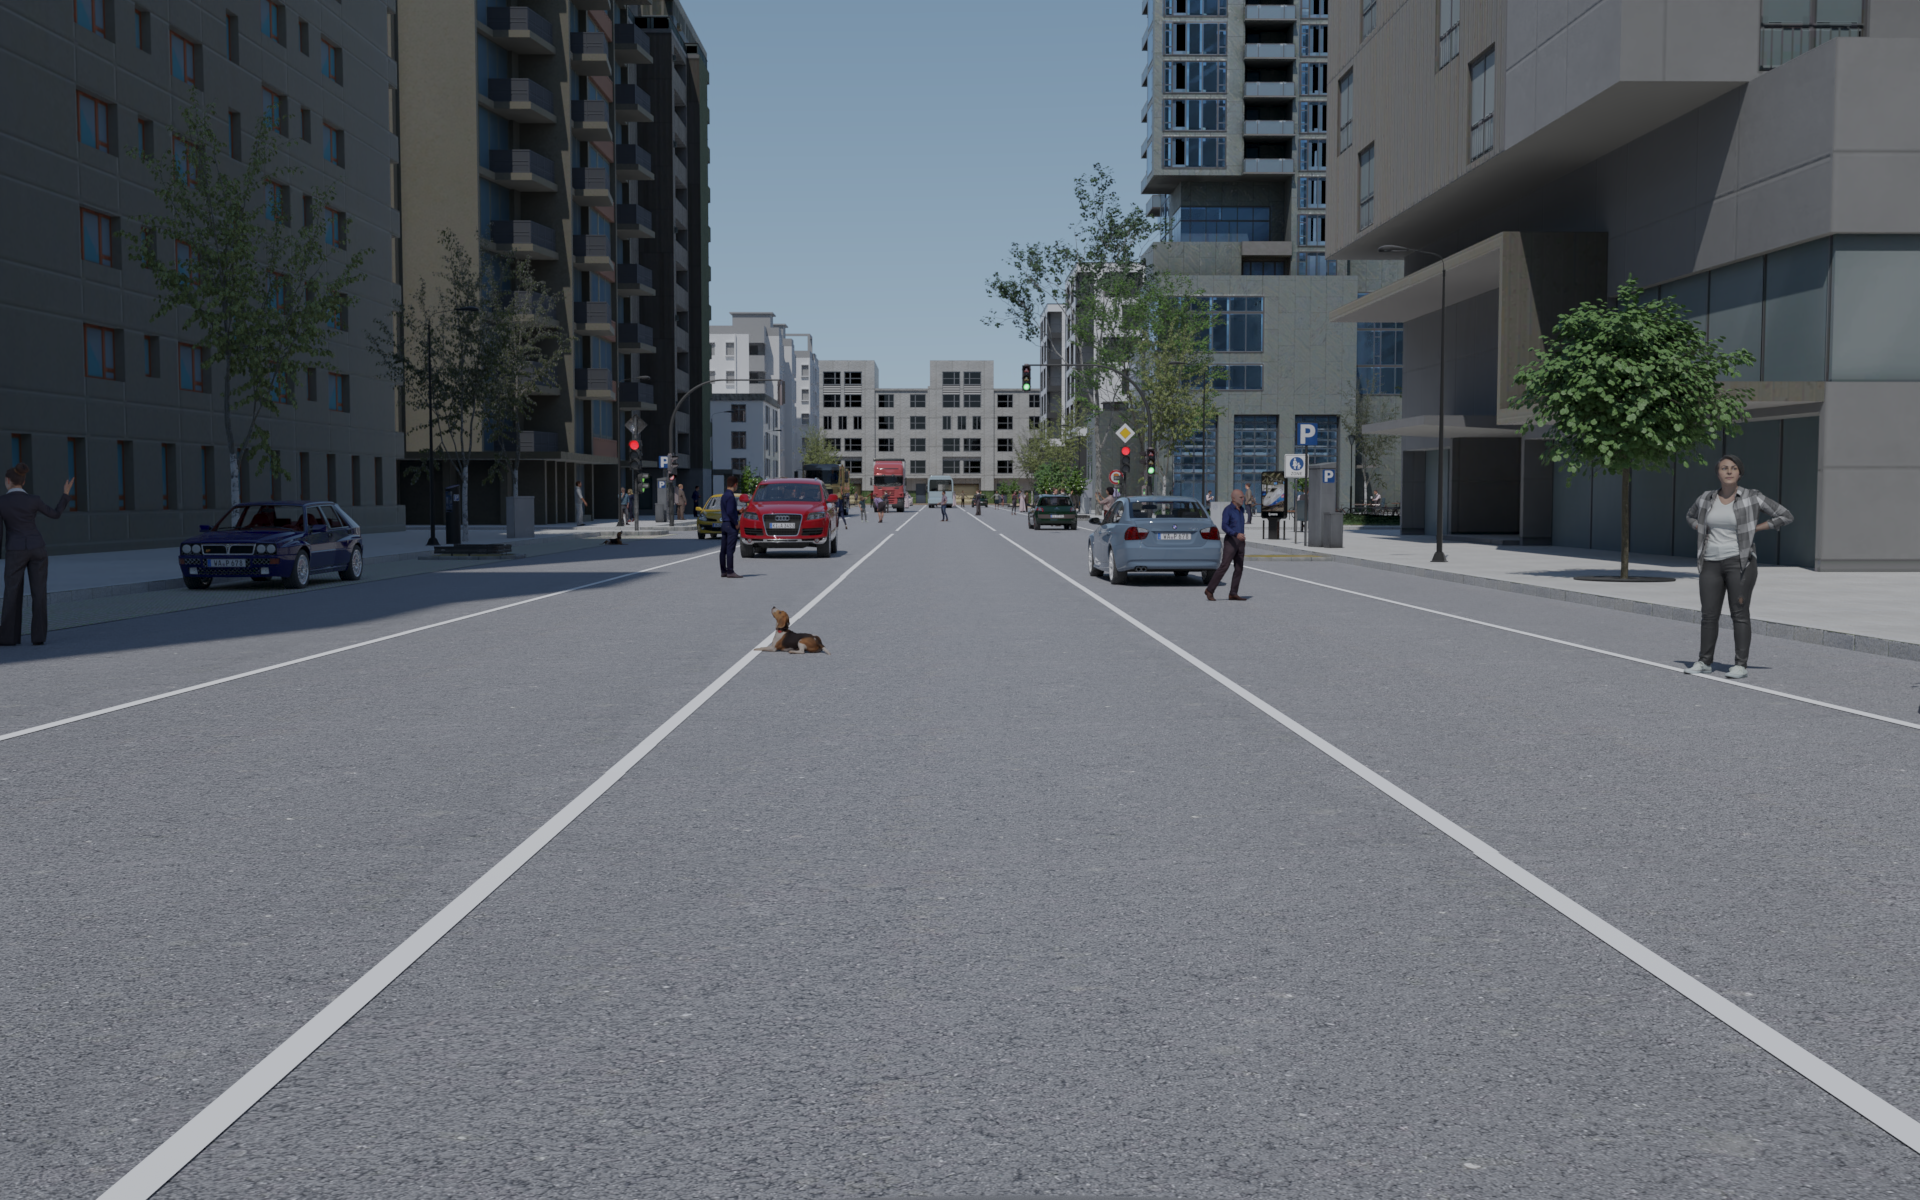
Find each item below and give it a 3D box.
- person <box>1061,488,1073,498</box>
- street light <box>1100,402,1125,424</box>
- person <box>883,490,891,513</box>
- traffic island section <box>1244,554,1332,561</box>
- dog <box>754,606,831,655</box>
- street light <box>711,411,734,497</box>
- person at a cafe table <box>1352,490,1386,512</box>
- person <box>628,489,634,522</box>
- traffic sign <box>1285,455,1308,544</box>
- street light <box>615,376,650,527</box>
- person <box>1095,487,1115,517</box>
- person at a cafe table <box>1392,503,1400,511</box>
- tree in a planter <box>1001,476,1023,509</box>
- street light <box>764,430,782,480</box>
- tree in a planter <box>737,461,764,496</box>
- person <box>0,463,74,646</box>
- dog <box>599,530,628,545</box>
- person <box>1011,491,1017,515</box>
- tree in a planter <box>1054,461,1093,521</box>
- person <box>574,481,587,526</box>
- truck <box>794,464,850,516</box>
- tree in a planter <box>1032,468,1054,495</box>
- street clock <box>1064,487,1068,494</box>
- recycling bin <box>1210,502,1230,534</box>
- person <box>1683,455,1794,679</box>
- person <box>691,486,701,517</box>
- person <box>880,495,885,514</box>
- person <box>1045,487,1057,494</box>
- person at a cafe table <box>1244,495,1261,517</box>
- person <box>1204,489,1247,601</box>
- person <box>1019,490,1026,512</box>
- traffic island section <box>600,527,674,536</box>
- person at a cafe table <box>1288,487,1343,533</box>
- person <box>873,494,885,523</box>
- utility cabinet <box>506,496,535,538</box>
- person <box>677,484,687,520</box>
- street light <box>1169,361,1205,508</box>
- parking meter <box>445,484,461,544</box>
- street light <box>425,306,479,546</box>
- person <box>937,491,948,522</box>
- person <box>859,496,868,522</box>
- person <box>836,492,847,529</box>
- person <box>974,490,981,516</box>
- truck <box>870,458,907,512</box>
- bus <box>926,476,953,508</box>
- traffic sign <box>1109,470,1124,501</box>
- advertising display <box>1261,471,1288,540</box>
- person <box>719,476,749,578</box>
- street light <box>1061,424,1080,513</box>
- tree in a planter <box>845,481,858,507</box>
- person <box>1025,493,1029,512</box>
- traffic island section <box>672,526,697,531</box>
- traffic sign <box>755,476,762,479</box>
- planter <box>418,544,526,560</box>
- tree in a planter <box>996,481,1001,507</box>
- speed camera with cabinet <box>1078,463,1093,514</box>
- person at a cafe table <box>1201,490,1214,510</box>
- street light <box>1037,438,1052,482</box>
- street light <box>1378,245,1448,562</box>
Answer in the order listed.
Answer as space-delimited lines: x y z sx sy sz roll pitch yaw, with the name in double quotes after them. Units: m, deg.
5.031 -4.505 82.963 0.742 1.727 0.445 -3 4 -39 "person"
7.778 -7.030 87.487 1.470 5.913 1.316 0 4 -1 "street light"
-5.504 -7.385 130.053 0.445 1.727 0.742 2 4 24 "person"
6.916 -0.915 37.831 1.991 0.108 1.994 0 4 -1 "traffic island section"
-1.510 0.279 15.638 0.550 0.427 0.748 -2 4 -26 "dog"
-13.268 -7.581 96.488 1.470 5.913 1.316 0 4 -1 "street light"
22.875 -5.386 96.580 1.622 1.524 1.698 -1 4 -10 "person at a cafe table"
-15.104 -4.333 79.424 0.480 1.512 0.613 0 4 1 "person"
8.644 -2.594 44.540 0.606 2.300 0.079 0 4 6 "traffic sign"
-12.889 -5.857 68.295 1.470 5.913 1.316 0 4 -1 "street light"
4.318 -2.543 51.539 0.517 1.644 0.566 -1 4 -20 "person"
28.175 -5.948 108.104 1.726 1.238 1.698 -2 4 -23 "person at a cafe table"
5.334 -10.597 170.484 1.991 3.239 1.994 0 4 -1 "tree in a planter"
-13.521 -9.318 124.894 1.470 5.913 1.316 0 4 -1 "street light"
-11.396 -5.879 93.338 1.991 3.239 1.994 0 4 -1 "tree in a planter"
-8.848 -0.441 16.517 0.445 1.727 0.742 2 4 24 "person"
-9.769 -1.752 48.842 0.748 0.427 0.550 2 4 28 "dog"
3.726 -6.616 118.143 0.415 1.643 0.593 1 4 20 "person"
6.254 -5.878 93.334 1.991 3.239 1.994 0 4 -1 "tree in a planter"
-15.225 -3.876 69.567 0.789 1.805 0.875 -1 4 -20 "person"
-8.810 -7.203 113.688 3.469 3.379 9.791 0 3 0 "truck"
5.938 -7.526 120.276 1.991 3.239 1.994 0 4 -1 "tree in a planter"
7.937 -7.648 129.615 0.358 2.002 0.471 1 4 14 "street clock"
8.557 -2.661 56.066 0.722 1.027 0.722 2 4 28 "recycling bin"
6.030 -0.266 13.580 0.376 1.734 0.841 -3 4 -36 "person"
-14.403 -5.393 94.931 0.504 1.737 0.576 0 4 7 "person"
-5.270 -6.396 116.986 0.435 1.345 0.340 1 4 17 "person"
4.109 -4.109 76.480 0.742 1.727 0.445 -3 5 -45 "person"
16.856 -5.330 98.009 1.726 1.238 1.698 -2 4 -28 "person at a cafe table"
3.656 -0.732 23.168 0.574 1.496 0.600 -1 4 -22 "person"
4.945 -7.748 135.841 0.621 1.740 0.551 0 4 -8 "person"
-11.327 -2.342 60.572 2.009 0.180 2.903 0 4 -1 "traffic island section"
11.756 -3.037 58.168 1.698 1.524 1.622 2 4 32 "person at a cafe table"
-4.050 -4.557 86.236 0.697 1.427 0.421 2 4 32 "person"
-12.857 -2.414 50.635 0.306 1.237 1.020 1 4 20 "utility cabinet"
-13.688 -4.806 85.176 0.434 1.755 0.990 -2 4 -34 "person"
7.996 -5.390 60.671 1.470 5.913 1.316 0 4 -1 "street light"
-13.037 -2.209 44.533 0.372 1.533 0.369 0 3 0 "parking meter"
-12.601 -4.310 43.014 1.470 5.913 1.316 0 4 -1 "street light"
-0.861 -4.869 90.064 0.435 1.587 0.963 -2 4 -26 "person"
-4.905 -4.643 88.320 0.435 1.345 0.340 -2 4 -34 "person"
-4.820 -3.622 70.267 0.613 1.512 0.480 1 4 17 "person"
1.207 -6.525 115.980 0.445 1.727 0.742 0 4 7 "person"
-5.632 -9.151 138.538 2.839 4.237 11.283 0 4 -1 "truck"
-2.084 -11.370 180.757 2.948 3.499 13.247 0 4 -1 "bus"
8.174 -5.541 90.694 0.768 2.556 0.104 0 4 4 "traffic sign"
8.834 -2.659 48.693 0.123 1.923 0.974 -2 4 -32 "advertising display"
-3.874 -1.252 29.670 0.504 1.737 0.576 -2 4 -35 "person"
7.422 -8.753 115.649 1.470 5.913 1.316 0 4 -1 "street light"
-12.654 -12.296 198.253 1.991 3.239 1.994 0 4 -1 "tree in a planter"
5.206 -7.689 136.476 0.388 1.546 0.482 2 4 32 "person"
-11.423 -2.830 68.556 2.009 0.180 2.903 0 4 -1 "traffic island section"
-13.934 -7.300 119.468 0.768 2.556 0.104 0 4 1 "traffic sign"
-10.739 -1.056 38.408 1.991 0.319 1.994 0 4 -1 "planter"
4.999 -12.260 197.679 1.991 3.239 1.994 0 4 -1 "tree in a planter"
8.030 -7.132 110.944 0.660 3.252 2.038 0 4 -6 "speed camera with cabinet"
16.105 -6.179 109.536 1.622 1.524 1.698 1 4 16 "person at a cafe table"
7.084 -10.475 143.811 1.470 5.913 1.316 0 4 -1 "street light"
8.504 -3.668 32.511 1.470 5.913 1.316 0 4 -1 "street light"
